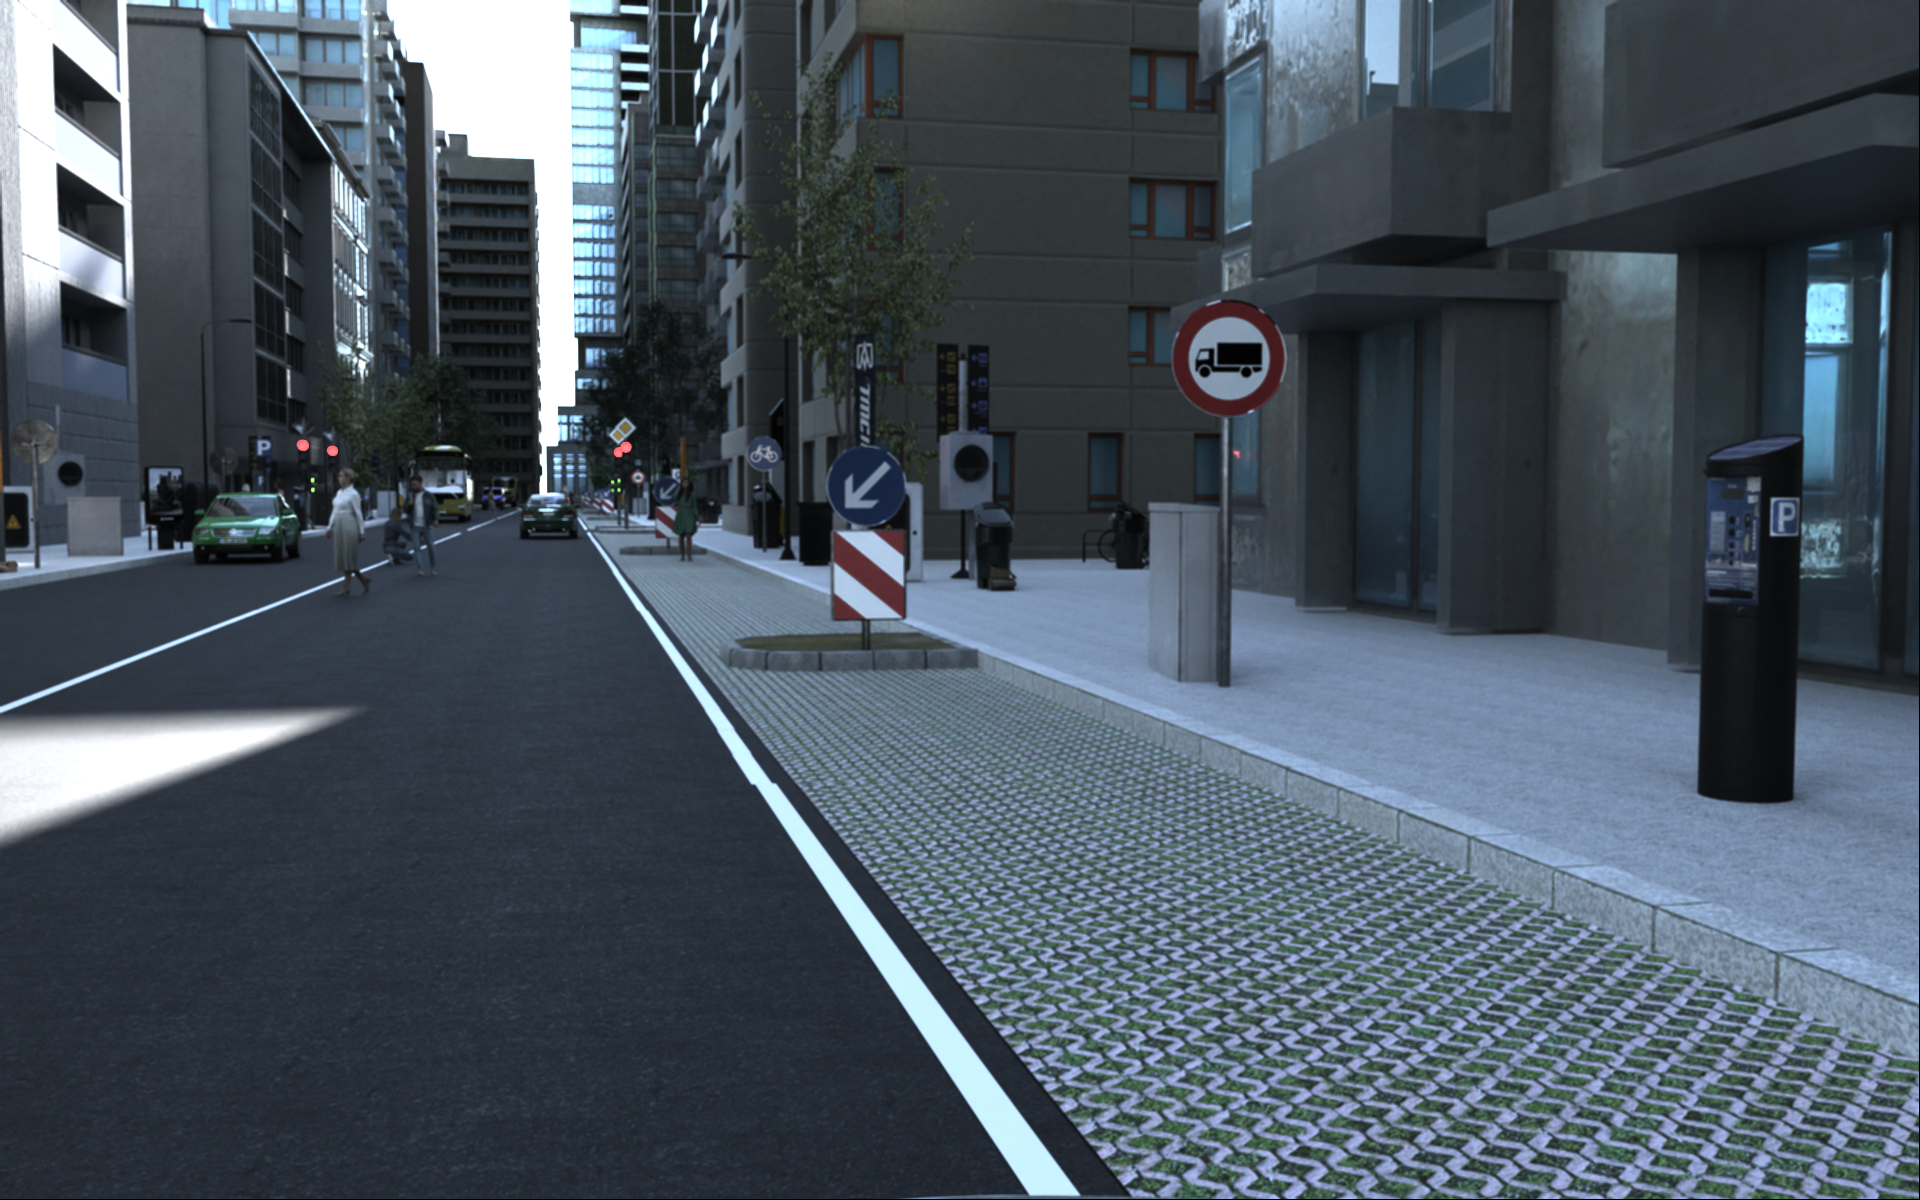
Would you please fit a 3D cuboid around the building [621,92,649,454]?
[{"bbox_3d":[-29.162,-35.715,207.638,21.300,48.544,21.600,-1,4,-13],"label":"building"}]

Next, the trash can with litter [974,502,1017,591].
[{"bbox_3d":[0.553,-0.731,23.347,0.624,1.170,1.055,-1,4,-13],"label":"trash can with litter"}]

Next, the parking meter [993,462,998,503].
[{"bbox_3d":[0.565,-1.592,31.743,0.255,1.863,0.399,0,4,3],"label":"parking meter"}]

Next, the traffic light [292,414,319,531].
[{"bbox_3d":[-22.920,-4.387,60.648,0.839,4.253,0.868,-1,4,-13],"label":"traffic light"}]

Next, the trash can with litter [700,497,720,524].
[{"bbox_3d":[-10.844,-3.867,74.614,1.055,1.170,0.624,3,4,38],"label":"trash can with litter"}]

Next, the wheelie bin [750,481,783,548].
[{"bbox_3d":[-4.612,-2.032,41.137,0.693,1.594,0.980,-1,4,-20],"label":"wheelie bin"}]

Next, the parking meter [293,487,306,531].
[{"bbox_3d":[-22.784,-3.139,59.736,0.372,1.533,0.369,0,3,0],"label":"parking meter"}]

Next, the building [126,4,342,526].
[{"bbox_3d":[-39.120,-16.145,83.042,14.314,24.678,30.058,-1,4,-13],"label":"building"}]

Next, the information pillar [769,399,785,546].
[{"bbox_3d":[-4.494,-3.132,42.571,0.183,3.616,0.504,3,4,36],"label":"information pillar"}]

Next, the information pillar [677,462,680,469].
[{"bbox_3d":[-20.590,-8.316,127.322,0.504,3.616,0.183,-3,4,-37],"label":"information pillar"}]

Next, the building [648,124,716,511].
[{"bbox_3d":[-17.689,-22.517,139.847,14.160,30.474,14.107,-1,4,-13],"label":"building"}]

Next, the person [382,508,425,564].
[{"bbox_3d":[-11.590,-1.330,35.741,0.738,1.151,1.012,-3,5,-41],"label":"person"}]

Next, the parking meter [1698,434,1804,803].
[{"bbox_3d":[3.339,0.067,7.321,0.372,1.533,0.369,0,3,0],"label":"parking meter"}]

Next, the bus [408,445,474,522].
[{"bbox_3d":[-26.999,-6.071,90.811,2.896,3.916,12.252,-1,4,-14],"label":"bus"}]

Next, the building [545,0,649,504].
[{"bbox_3d":[-41.841,-56.690,239.547,31.000,86.520,22.319,-1,4,-13],"label":"building"}]

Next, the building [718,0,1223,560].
[{"bbox_3d":[8.288,-12.518,49.709,27.650,21.520,28.899,-1,4,-13],"label":"building"}]

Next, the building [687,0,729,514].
[{"bbox_3d":[-5.145,-30.063,111.143,23.786,49.044,30.456,-1,4,-13],"label":"building"}]

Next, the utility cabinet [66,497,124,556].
[{"bbox_3d":[-17.938,-1.515,35.930,1.020,1.237,0.306,-1,4,-22],"label":"utility cabinet"}]

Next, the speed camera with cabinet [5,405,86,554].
[{"bbox_3d":[-20.303,-2.666,37.919,0.660,3.252,2.038,3,4,37],"label":"speed camera with cabinet"}]

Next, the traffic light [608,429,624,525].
[{"bbox_3d":[-13.982,-5.014,70.906,0.839,4.253,0.868,-1,4,-13],"label":"traffic light"}]

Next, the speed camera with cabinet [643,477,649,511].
[{"bbox_3d":[-24.073,-8.504,133.373,0.660,3.252,2.038,-1,4,-8],"label":"speed camera with cabinet"}]

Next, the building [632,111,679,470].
[{"bbox_3d":[-28.661,-30.955,189.703,14.154,41.232,14.086,-1,4,-13],"label":"building"}]

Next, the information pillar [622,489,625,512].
[{"bbox_3d":[-23.930,-8.083,123.509,0.183,3.616,0.504,3,4,37],"label":"information pillar"}]

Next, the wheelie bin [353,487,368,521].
[{"bbox_3d":[-28.428,-4.515,81.723,0.980,1.594,0.693,-1,4,-15],"label":"wheelie bin"}]

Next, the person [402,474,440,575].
[{"bbox_3d":[-9.537,-1.334,30.659,0.623,1.781,0.721,-1,4,-19],"label":"person"}]

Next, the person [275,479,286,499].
[{"bbox_3d":[-17.904,-2.262,45.501,0.388,1.821,0.555,-2,4,-33],"label":"person"}]

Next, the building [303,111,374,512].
[{"bbox_3d":[-44.882,-19.121,109.886,12.463,27.353,25.104,-1,4,-13],"label":"building"}]

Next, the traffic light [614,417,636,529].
[{"bbox_3d":[-12.192,-4.538,63.123,0.839,4.253,0.868,-1,4,-13],"label":"traffic light"}]

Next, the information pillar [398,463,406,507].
[{"bbox_3d":[-38.985,-7.936,121.109,0.504,3.616,0.183,-2,4,-27],"label":"information pillar"}]

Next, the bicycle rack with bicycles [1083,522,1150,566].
[{"bbox_3d":[3.746,-1.155,32.260,2.925,0.926,2.852,-2,4,-30],"label":"bicycle rack with bicycles"}]

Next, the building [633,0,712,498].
[{"bbox_3d":[-22.118,-44.855,171.636,20.563,71.187,20.611,-1,4,-13],"label":"building"}]

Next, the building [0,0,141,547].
[{"bbox_3d":[-37.499,-30.661,43.299,28.212,58.520,21.231,-1,4,-13],"label":"building"}]

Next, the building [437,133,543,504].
[{"bbox_3d":[-68.042,-37.397,235.144,21.600,48.544,21.300,-1,4,-13],"label":"building"}]

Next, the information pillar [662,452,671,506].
[{"bbox_3d":[-16.241,-6.391,95.840,0.504,3.616,0.183,1,4,17],"label":"information pillar"}]

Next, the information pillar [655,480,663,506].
[{"bbox_3d":[-15.595,-5.212,89.707,0.304,2.012,0.304,-2,4,-25],"label":"information pillar"}]

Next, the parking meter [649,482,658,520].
[{"bbox_3d":[-15.111,-4.872,85.370,0.399,1.863,0.255,-2,4,-24],"label":"parking meter"}]

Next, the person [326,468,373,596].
[{"bbox_3d":[-8.622,-0.965,24.509,0.641,1.798,0.478,-3,5,-44],"label":"person"}]

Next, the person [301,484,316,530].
[{"bbox_3d":[-25.082,-3.526,66.246,0.767,1.812,0.694,0,4,3],"label":"person"}]

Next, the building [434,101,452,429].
[{"bbox_3d":[-73.750,-35.264,196.168,30.456,49.044,23.786,-1,4,-13],"label":"building"}]

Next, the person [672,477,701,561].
[{"bbox_3d":[-5.833,-1.720,36.873,0.600,1.795,0.529,-1,4,-16],"label":"person"}]

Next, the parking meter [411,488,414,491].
[{"bbox_3d":[-34.787,-6.410,110.509,0.255,1.863,0.399,1,4,13],"label":"parking meter"}]

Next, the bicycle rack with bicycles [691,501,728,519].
[{"bbox_3d":[-13.058,-4.660,89.580,2.925,0.926,2.852,2,4,35],"label":"bicycle rack with bicycles"}]

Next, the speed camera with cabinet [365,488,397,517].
[{"bbox_3d":[-32.543,-6.257,96.635,2.038,3.252,0.660,-1,4,-10],"label":"speed camera with cabinet"}]

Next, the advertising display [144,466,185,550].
[{"bbox_3d":[-18.300,-2.119,39.861,0.123,1.923,0.974,2,4,26],"label":"advertising display"}]

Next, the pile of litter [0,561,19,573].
[{"bbox_3d":[-16.210,-0.895,28.596,1.176,0.858,1.719,-2,4,-32],"label":"pile of litter"}]

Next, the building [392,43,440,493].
[{"bbox_3d":[-60.525,-32.119,175.261,14.600,45.320,14.200,-1,4,-13],"label":"building"}]

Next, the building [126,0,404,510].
[{"bbox_3d":[-60.788,-32.576,152.221,23.786,49.044,30.456,-1,4,-13],"label":"building"}]

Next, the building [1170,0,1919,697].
[{"bbox_3d":[15.698,-23.998,11.982,23.786,49.044,30.456,-1,4,-13],"label":"building"}]

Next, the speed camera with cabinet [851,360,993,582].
[{"bbox_3d":[-0.569,-1.897,25.350,2.038,3.252,0.660,-1,4,-16],"label":"speed camera with cabinet"}]

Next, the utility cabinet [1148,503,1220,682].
[{"bbox_3d":[1.586,-0.068,12.281,0.306,1.237,1.020,0,4,-6],"label":"utility cabinet"}]

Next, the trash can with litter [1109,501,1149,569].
[{"bbox_3d":[3.128,-1.127,29.822,1.055,1.170,0.624,-1,4,-13],"label":"trash can with litter"}]

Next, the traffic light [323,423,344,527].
[{"bbox_3d":[-24.710,-4.863,68.430,0.839,4.253,0.868,-1,4,-13],"label":"traffic light"}]

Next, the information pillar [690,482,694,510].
[{"bbox_3d":[-16.299,-6.130,104.719,0.304,2.012,0.304,-3,5,-44],"label":"information pillar"}]

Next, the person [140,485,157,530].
[{"bbox_3d":[-30.162,-3.452,65.154,1.509,1.804,0.699,0,4,-7],"label":"person"}]

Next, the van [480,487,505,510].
[{"bbox_3d":[-42.739,-9.431,158.576,2.240,2.365,5.245,-1,4,-13],"label":"van"}]

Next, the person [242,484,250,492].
[{"bbox_3d":[-25.672,-3.274,62.213,0.537,1.800,0.526,-1,4,-15],"label":"person"}]
